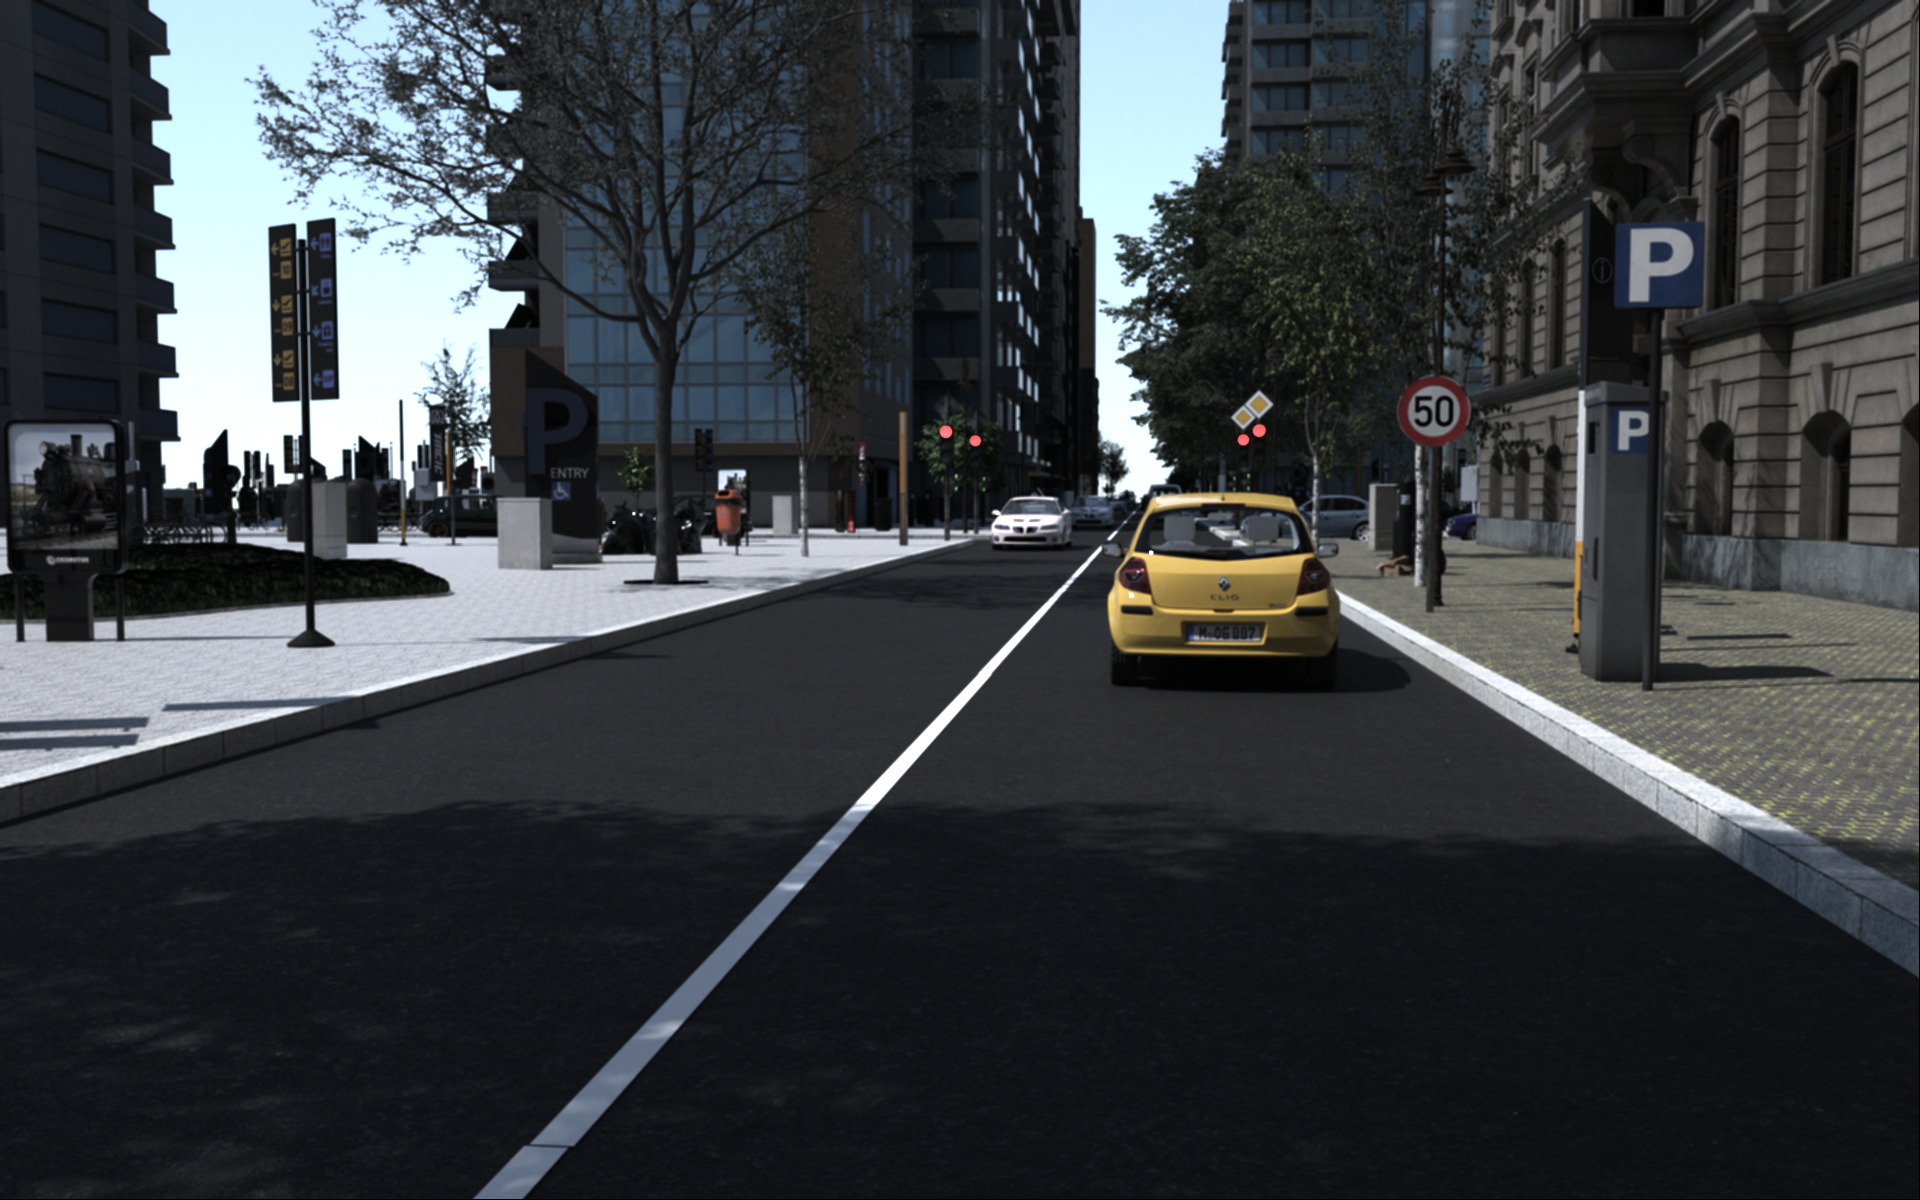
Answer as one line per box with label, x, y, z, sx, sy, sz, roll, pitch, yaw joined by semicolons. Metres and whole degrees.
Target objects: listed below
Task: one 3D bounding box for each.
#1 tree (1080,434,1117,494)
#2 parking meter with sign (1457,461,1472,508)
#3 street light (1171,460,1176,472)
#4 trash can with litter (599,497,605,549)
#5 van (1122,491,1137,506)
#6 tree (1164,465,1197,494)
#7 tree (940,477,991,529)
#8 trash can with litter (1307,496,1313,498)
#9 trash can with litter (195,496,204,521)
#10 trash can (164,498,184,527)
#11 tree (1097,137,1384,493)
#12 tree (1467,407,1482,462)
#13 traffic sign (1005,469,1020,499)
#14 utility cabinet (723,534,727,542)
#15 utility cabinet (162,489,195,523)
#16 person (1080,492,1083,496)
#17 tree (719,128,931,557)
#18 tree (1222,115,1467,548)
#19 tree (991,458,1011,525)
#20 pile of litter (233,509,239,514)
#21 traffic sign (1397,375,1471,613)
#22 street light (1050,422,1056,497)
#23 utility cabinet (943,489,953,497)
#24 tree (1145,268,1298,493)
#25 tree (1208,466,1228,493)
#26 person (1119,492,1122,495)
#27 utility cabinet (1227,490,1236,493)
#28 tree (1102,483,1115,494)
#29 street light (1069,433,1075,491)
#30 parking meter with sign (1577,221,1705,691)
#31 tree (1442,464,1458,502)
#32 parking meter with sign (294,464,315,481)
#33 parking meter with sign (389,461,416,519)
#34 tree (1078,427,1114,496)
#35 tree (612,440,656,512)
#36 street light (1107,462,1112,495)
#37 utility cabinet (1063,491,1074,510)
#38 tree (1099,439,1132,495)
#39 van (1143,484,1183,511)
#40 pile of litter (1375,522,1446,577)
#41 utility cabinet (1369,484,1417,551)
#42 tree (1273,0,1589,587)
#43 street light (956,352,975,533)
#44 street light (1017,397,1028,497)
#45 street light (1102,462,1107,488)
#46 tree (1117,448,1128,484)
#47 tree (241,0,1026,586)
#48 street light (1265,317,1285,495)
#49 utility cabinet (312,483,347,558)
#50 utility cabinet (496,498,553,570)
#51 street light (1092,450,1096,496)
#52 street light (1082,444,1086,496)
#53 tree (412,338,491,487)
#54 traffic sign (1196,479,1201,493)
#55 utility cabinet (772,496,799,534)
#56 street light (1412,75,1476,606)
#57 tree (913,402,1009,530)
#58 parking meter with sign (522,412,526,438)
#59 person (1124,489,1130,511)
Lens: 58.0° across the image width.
tree;15.856;-15.665;206.479;4.737;8.622;4.395;0;3;0
parking meter with sign;26.975;-5.885;92.486;0.543;3.016;1.738;2;4;27
street light;29.255;-16.052;235.235;0.468;5.910;1.993;0;4;6
trash can with litter;-8.384;-1.828;40.938;1.678;1.210;2.233;0;4;-7
van;19.903;-12.079;204.510;2.013;2.044;4.112;0;4;4
tree;25.060;-12.910;194.793;4.285;4.588;4.351;0;3;0
tree;0.087;-4.284;64.638;1.663;3.219;1.824;0;3;0
trash can with litter;17.890;-4.687;88.024;0.624;1.170;1.055;2;4;25
trash can with litter;-34.691;-4.169;79.221;2.233;1.210;1.678;1;4;9
trash can;-29.793;-3.304;65.678;0.748;1.137;0.748;0;3;0
tree;10.078;-9.483;61.699;9.857;13.997;8.962;0;3;0
tree;37.246;-10.486;121.805;4.737;8.622;4.395;0;3;0
traffic sign;2.113;-4.164;70.219;0.606;2.300;0.079;1;4;10
utility cabinet;-6.289;-2.184;46.867;0.306;1.237;1.020;0;4;-8
utility cabinet;-32.281;-3.847;71.578;1.173;1.500;0.318;-1;4;-15
person;14.456;-12.211;208.878;1.217;1.736;0.721;0;4;7
tree;-2.990;-5.178;35.023;4.360;8.622;3.978;0;3;0
tree;7.407;-5.154;34.636;4.737;8.622;4.395;0;3;0
tree;1.005;-4.791;72.934;1.663;3.219;1.824;0;3;0
pile of litter;-47.244;-6.079;113.358;1.176;0.858;1.719;0;4;1
traffic sign;5.092;-1.136;18.687;0.768;2.556;0.104;1;4;9
street light;5.823;-8.308;108.629;0.468;5.910;1.993;0;4;6
utility cabinet;-0.559;-4.357;79.919;0.318;1.500;1.173;0;4;8
tree;12.752;-10.279;86.192;7.486;12.596;7.792;0;3;0
tree;19.140;-11.104;131.917;4.360;8.622;3.978;0;3;0
person;22.561;-14.256;242.298;0.721;1.736;1.217;3;4;39
utility cabinet;14.268;-4.898;88.762;1.173;1.500;0.318;2;4;34
tree;21.640;-15.936;255.147;1.663;3.219;1.824;0;3;0
street light;8.563;-9.739;132.017;0.468;5.910;1.993;0;4;6
parking meter with sign;4.635;-0.965;12.033;0.543;3.016;1.738;1;4;10
tree;31.037;-7.047;109.811;1.663;3.219;1.824;0;3;0
parking meter with sign;-38.314;-6.407;101.015;1.738;3.016;0.543;3;4;36
parking meter with sign;-29.443;-5.785;90.849;1.738;3.016;0.543;0;4;-2
tree;14.781;-14.598;189.039;4.360;8.622;3.978;0;3;0
tree;-11.401;-4.086;61.413;1.663;3.219;1.824;0;3;0
street light;20.481;-16.366;240.374;0.468;5.910;1.993;0;4;6
utility cabinet;7.621;-6.935;122.062;0.318;1.500;1.173;2;4;30
tree;24.848;-21.606;287.662;8.767;10.594;7.601;3;5;42
van;8.782;-4.091;73.907;2.013;2.044;4.112;1;4;8
pile of litter;7.165;-0.839;27.680;1.719;0.858;1.176;-3;5;-45
utility cabinet;9.802;-1.851;38.942;1.173;1.500;0.318;-1;4;-15
tree;6.340;-4.477;23.556;4.360;8.622;3.978;0;3;0
street light;0.185;-5.122;56.533;0.468;5.910;1.993;0;4;6
street light;2.975;-6.694;82.237;0.468;5.910;1.993;0;4;6
street light;17.627;-14.795;214.677;0.468;5.910;1.993;0;4;6
tree;23.932;-19.530;269.673;4.737;8.622;4.395;0;3;0
tree;-4.243;-6.981;24.517;12.009;13.543;11.850;0;3;0
street light;8.260;-4.442;45.412;0.468;5.910;1.993;0;4;6
utility cabinet;-12.245;-1.525;33.605;0.318;1.500;1.173;0;4;-3
utility cabinet;-7.414;-1.123;29.530;1.020;1.237;0.306;2;4;31
street light;14.217;-12.883;183.416;0.468;5.910;1.993;0;4;6
street light;11.281;-11.311;157.728;0.468;5.910;1.993;0;4;6
tree;-23.757;-8.082;82.510;4.737;8.622;4.395;0;3;0
traffic sign;16.456;-7.121;118.552;0.606;2.300;0.079;0;4;7
utility cabinet;-5.595;-2.720;55.637;0.306;1.237;1.020;-3;5;-43
street light;5.467;-2.870;19.708;0.468;5.910;1.993;0;4;6
tree;0.063;-4.778;61.833;4.285;4.588;4.351;0;3;0
parking meter with sign;-8.847;-2.437;36.098;0.543;3.016;1.738;-1;4;-13
person;13.838;-8.285;143.982;0.705;1.821;1.348;2;4;35
